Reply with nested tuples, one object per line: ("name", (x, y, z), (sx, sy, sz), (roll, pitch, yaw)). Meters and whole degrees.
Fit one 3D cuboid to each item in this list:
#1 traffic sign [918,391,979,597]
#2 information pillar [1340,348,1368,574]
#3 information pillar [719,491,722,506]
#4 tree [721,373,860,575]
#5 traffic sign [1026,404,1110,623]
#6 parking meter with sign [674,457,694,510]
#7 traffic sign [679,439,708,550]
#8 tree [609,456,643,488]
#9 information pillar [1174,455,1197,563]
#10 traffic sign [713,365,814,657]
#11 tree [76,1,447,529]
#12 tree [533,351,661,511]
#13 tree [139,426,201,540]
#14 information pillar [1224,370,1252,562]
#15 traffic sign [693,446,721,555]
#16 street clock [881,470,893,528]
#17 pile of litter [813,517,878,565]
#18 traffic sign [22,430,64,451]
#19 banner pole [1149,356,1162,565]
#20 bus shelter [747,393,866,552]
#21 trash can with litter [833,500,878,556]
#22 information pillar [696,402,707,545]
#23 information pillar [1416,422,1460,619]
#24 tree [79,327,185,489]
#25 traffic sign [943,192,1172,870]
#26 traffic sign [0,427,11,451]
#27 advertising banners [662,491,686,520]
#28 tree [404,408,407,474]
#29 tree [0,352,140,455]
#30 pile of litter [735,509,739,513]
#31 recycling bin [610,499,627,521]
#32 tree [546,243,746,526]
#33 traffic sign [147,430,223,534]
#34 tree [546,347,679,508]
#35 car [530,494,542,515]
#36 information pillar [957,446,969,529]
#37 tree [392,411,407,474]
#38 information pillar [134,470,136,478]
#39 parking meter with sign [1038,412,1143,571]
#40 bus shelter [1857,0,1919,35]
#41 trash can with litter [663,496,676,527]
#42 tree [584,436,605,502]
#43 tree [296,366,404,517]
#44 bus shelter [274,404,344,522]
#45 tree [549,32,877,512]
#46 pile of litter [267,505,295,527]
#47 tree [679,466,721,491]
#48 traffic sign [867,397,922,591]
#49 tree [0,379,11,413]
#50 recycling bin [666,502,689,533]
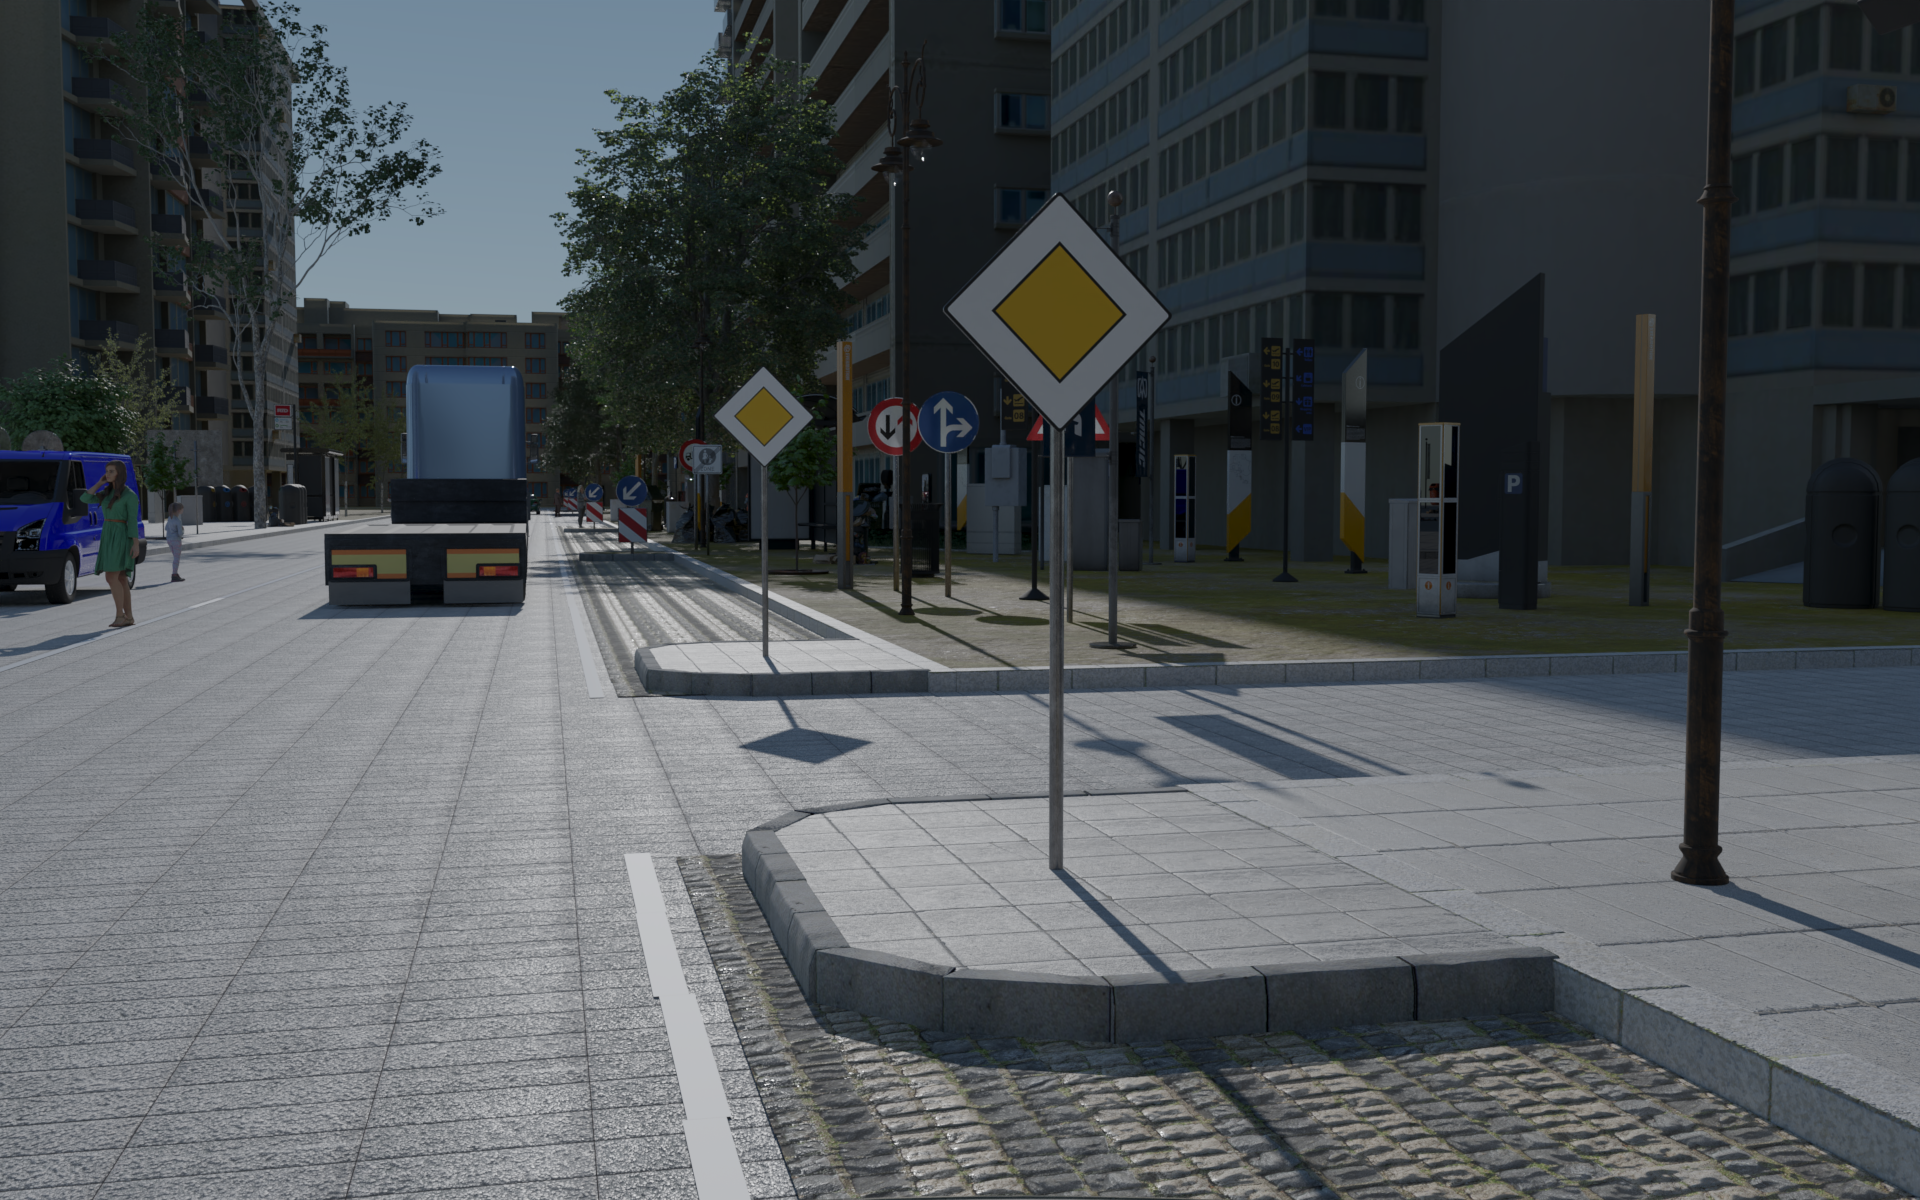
("traffic sign", (-0.148, -1.311, 21.544), (0.768, 2.556, 0.104), (0, 4, -6))
("information pillar", (6.329, -2.231, 27.826), (0.504, 3.616, 0.183), (-2, 4, -33))
("information pillar", (-12.260, -5.881, 87.506), (0.504, 3.616, 0.183), (2, 4, 27))
("tree", (-2.628, -2.022, 27.665), (1.663, 3.219, 1.824), (0, 3, 0))
("traffic sign", (1.096, -1.055, 17.247), (0.884, 2.594, 0.081), (0, 4, -5))
("parking meter with sign", (-12.560, -5.223, 81.660), (1.738, 3.016, 0.543), (-1, 4, -22))
("traffic sign", (-6.100, -2.439, 39.990), (0.768, 2.556, 0.104), (0, 4, -8))
("tree", (-15.176, -5.157, 78.924), (1.663, 3.219, 1.824), (0, 3, 0))
("information pillar", (4.215, -1.710, 32.444), (0.304, 2.012, 0.304), (3, 4, 38))
("traffic sign", (-1.541, -0.611, 13.633), (0.795, 2.450, 0.064), (-1, 4, -13))
("tree", (-25.124, -12.787, 64.957), (12.611, 20.169, 13.585), (0, 3, 0))
("tree", (-27.610, -13.137, 131.793), (9.611, 12.733, 9.660), (0, 3, 0))
("tree", (-22.558, -3.315, 48.805), (1.663, 3.219, 1.824), (0, 3, 0))
("information pillar", (5.297, -2.542, 32.917), (0.504, 3.616, 0.183), (-1, 4, -18))
("traffic sign", (-5.256, -2.076, 36.080), (0.606, 2.300, 0.079), (-1, 4, -9))
("street clock", (-2.146, -2.858, 51.294), (0.358, 2.002, 0.471), (2, 4, 23))
("pile of litter", (-2.123, -1.097, 31.898), (1.176, 0.858, 1.719), (-1, 4, -13))
("traffic sign", (-18.284, -2.107, 34.553), (0.768, 2.556, 0.104), (-1, 4, -12))
("banner pole", (3.357, -2.523, 31.261), (0.401, 3.779, 0.863), (2, 4, 33))
("bus shelter", (-3.515, -2.663, 37.469), (2.014, 3.302, 5.546), (-1, 4, -14))
("trash can with litter", (-2.077, -1.376, 33.887), (0.624, 1.170, 1.055), (1, 4, 20))
("information pillar", (-6.567, -3.211, 43.859), (0.183, 3.616, 0.504), (1, 4, 9))
("information pillar", (4.952, -0.823, 17.951), (0.304, 2.012, 0.304), (-3, 5, -40))
("tree", (-37.196, -7.783, 77.607), (4.360, 8.622, 3.978), (0, 3, 0))
("traffic sign", (0.326, -0.136, 5.868), (0.795, 2.450, 0.064), (-1, 4, -13))
("traffic sign", (-17.357, -1.886, 30.945), (0.768, 2.556, 0.104), (-1, 4, -11))
("advertising banners", (-13.659, -5.440, 85.137), (2.074, 3.025, 0.090), (-1, 4, -10))
("tree", (-38.903, -10.178, 116.780), (4.737, 8.622, 4.395), (0, 3, 0))
("tree", (-20.737, -3.443, 40.001), (4.285, 4.588, 4.351), (0, 3, 0))
("pile of litter", (-7.040, -2.432, 53.723), (1.176, 0.858, 1.719), (-1, 4, -16))
("recycling bin", (-16.080, -4.223, 81.599), (0.722, 1.027, 0.722), (0, 4, -7))
("tree", (-12.286, -8.841, 70.305), (9.928, 11.665, 9.643), (0, 3, 0))
("traffic sign", (-24.632, -3.744, 55.083), (2.265, 3.308, 0.079), (0, 4, -7))
("tree", (-19.726, -10.233, 101.723), (7.601, 10.594, 8.767), (2, 4, 29))
("car", (-30.420, -6.716, 121.599), (2.131, 1.459, 4.920), (-1, 4, -12))
("information pillar", (0.083, -3.478, 48.223), (0.183, 3.616, 0.504), (-2, 4, -35))
("tree", (-46.382, -12.052, 147.406), (4.360, 8.622, 3.978), (0, 3, 0))
("information pillar", (-24.841, -2.895, 51.826), (0.304, 2.012, 0.304), (-1, 4, -10))
("parking meter with sign", (2.185, -2.001, 28.978), (1.738, 3.016, 0.543), (1, 4, 15))
("bus shelter", (4.489, -0.564, 3.153), (2.014, 3.302, 5.546), (-1, 4, -13))
("trash can with litter", (-11.688, -3.459, 67.616), (1.678, 1.210, 2.233), (3, 5, 45))
("tree", (-31.939, -12.229, 150.301), (4.360, 8.622, 3.978), (0, 3, 0))
("tree", (-35.351, -9.084, 98.890), (4.737, 8.622, 4.395), (0, 3, 0))
("bus shelter", (-30.134, -6.269, 80.125), (2.179, 5.291, 8.768), (-1, 4, -14))
("tree", (-7.199, -8.722, 49.262), (9.857, 13.997, 8.962), (0, 3, 0))
("pile of litter", (-26.733, -3.307, 68.031), (1.176, 0.858, 1.719), (-1, 4, -20))
("tree", (-7.978, -3.766, 56.176), (1.663, 3.219, 1.824), (0, 3, 0))
("traffic sign", (-0.844, -1.394, 22.896), (0.768, 2.556, 0.104), (0, 4, -8))
("tree", (-44.677, -7.740, 76.909), (4.360, 8.622, 3.978), (0, 3, 0))
("recycling bin", (-9.383, -2.759, 57.671), (0.722, 1.027, 0.722), (-1, 4, -14))
